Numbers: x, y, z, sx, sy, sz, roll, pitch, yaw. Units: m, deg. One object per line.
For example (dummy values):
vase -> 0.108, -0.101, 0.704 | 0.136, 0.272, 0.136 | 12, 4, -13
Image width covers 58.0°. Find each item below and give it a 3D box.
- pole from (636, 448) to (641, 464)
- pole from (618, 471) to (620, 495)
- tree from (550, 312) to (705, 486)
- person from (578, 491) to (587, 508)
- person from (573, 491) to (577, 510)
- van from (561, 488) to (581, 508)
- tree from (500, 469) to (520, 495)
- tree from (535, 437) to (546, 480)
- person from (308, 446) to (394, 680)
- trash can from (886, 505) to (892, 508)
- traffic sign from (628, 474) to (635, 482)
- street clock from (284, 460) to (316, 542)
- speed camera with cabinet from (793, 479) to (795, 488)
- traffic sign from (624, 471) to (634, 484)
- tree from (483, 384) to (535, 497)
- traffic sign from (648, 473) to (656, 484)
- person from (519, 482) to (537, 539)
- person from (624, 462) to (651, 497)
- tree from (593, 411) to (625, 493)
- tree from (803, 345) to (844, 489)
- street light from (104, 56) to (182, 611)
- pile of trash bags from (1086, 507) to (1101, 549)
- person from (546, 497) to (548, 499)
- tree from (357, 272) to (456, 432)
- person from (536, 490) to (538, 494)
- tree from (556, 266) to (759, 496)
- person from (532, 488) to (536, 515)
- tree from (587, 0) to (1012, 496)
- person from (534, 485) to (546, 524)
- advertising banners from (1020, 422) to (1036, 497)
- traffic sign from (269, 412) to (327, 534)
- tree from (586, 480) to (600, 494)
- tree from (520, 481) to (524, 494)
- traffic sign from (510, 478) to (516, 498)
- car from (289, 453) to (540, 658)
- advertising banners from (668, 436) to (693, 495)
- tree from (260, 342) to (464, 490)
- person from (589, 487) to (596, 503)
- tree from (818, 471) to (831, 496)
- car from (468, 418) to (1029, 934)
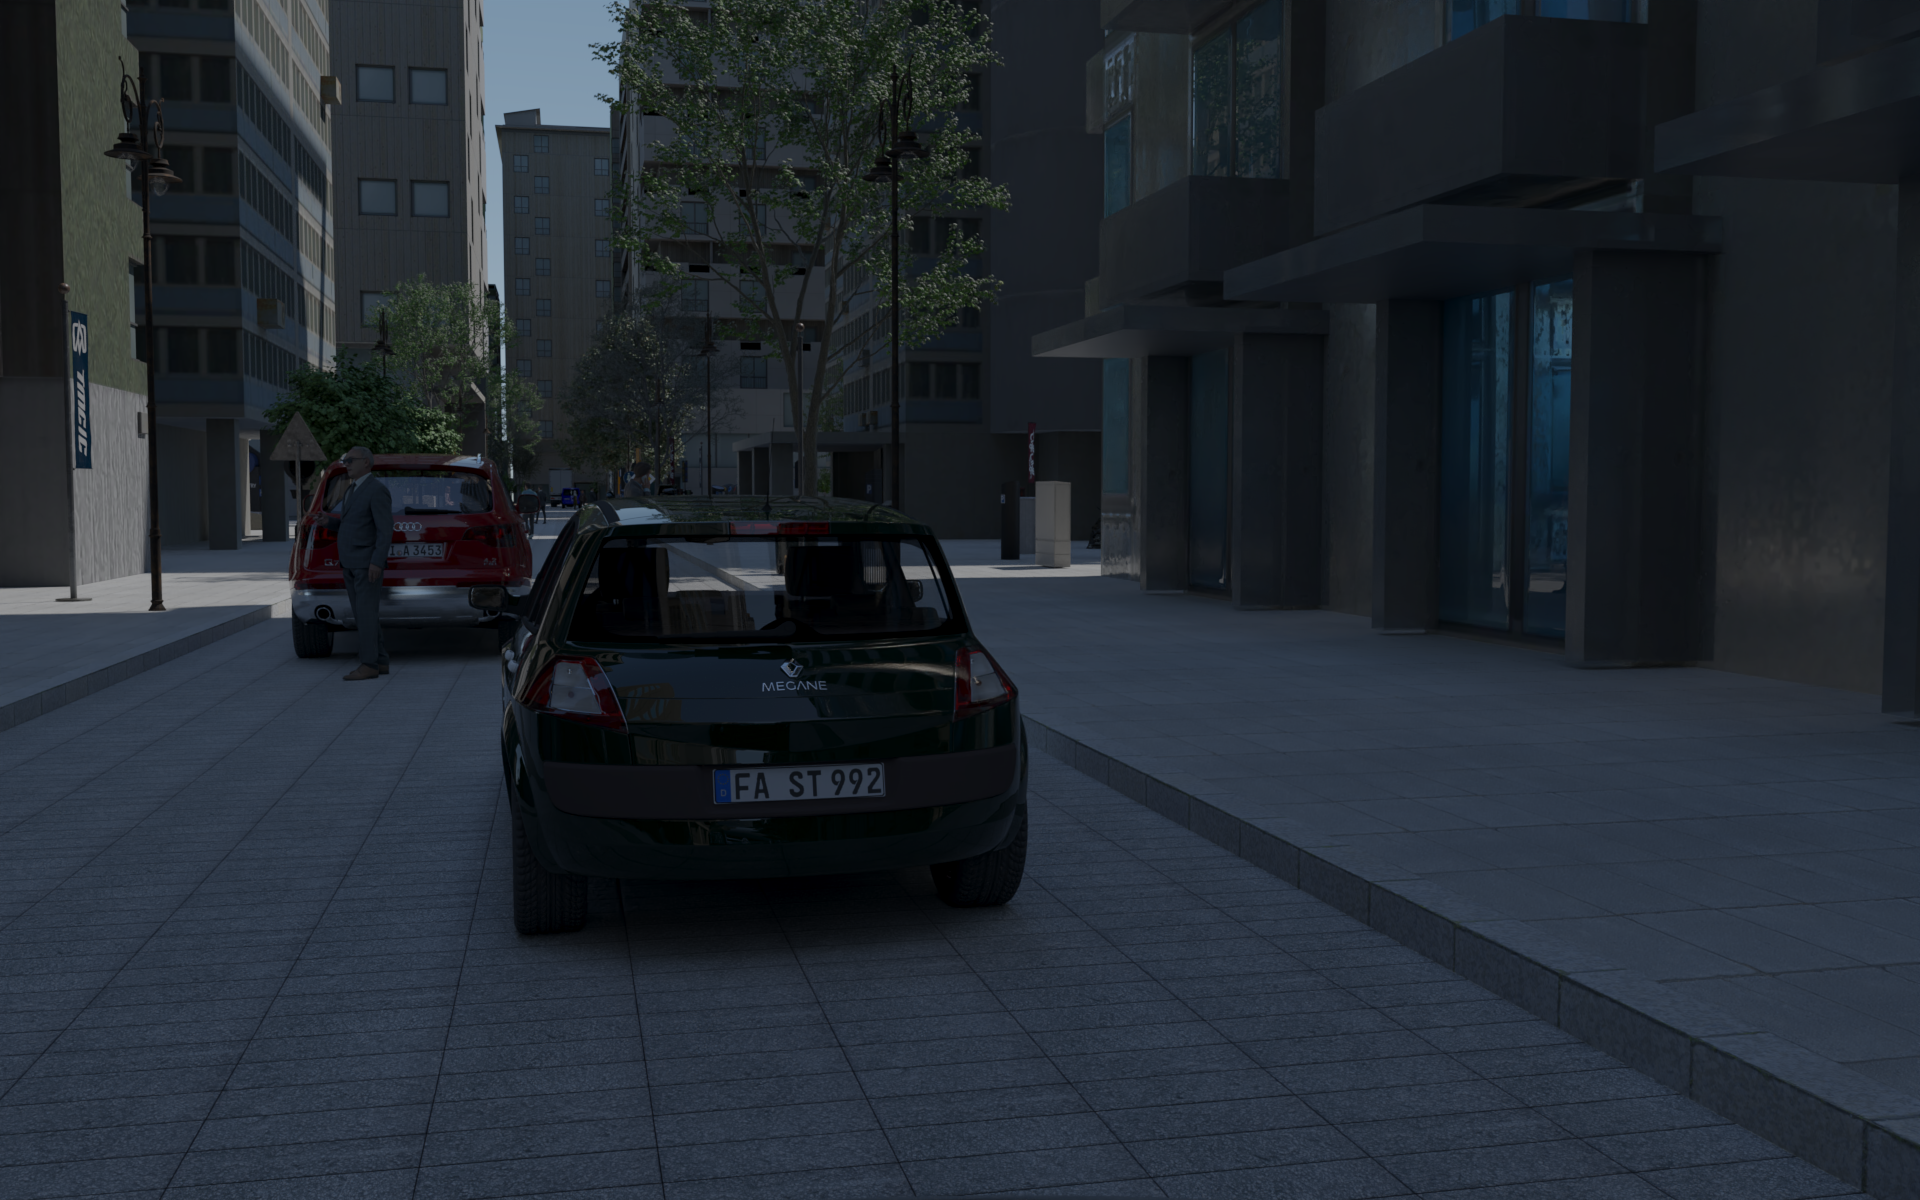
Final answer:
pole -> -14.282, -5.089, 77.041 | 0.158, 3.312, 0.155 | 0, 3, 0
pole -> -29.046, -9.402, 147.564 | 0.158, 3.312, 0.155 | 0, 3, 0
tree -> -20.718, -11.670, 107.817 | 9.611, 12.733, 9.660 | 0, 3, 0
person -> -34.926, -9.247, 160.235 | 0.990, 1.755, 0.434 | 2, 4, 25
person -> -34.879, -9.059, 157.337 | 0.721, 1.736, 1.217 | -1, 4, -12
van -> -39.040, -10.377, 174.041 | 2.240, 2.365, 5.245 | -1, 4, -11
tree -> -35.448, -8.574, 134.781 | 1.663, 3.219, 1.824 | 0, 3, 0
tree -> -44.304, -13.677, 173.974 | 4.360, 8.622, 3.978 | 0, 3, 0
person -> -4.724, -0.295, 13.507 | 0.661, 1.801, 0.590 | 3, 5, 43
trash can -> -1.194, -0.661, 22.469 | 0.748, 1.137, 0.748 | 0, 3, 0
traffic sign -> -14.260, -4.461, 76.581 | 0.795, 2.450, 0.064 | -1, 4, -13
street clock -> -11.356, -1.545, 29.828 | 0.471, 2.002, 0.358 | -3, 5, -41
speed camera with cabinet -> -10.530, -6.795, 105.427 | 2.038, 3.252, 0.660 | -2, 4, -27
traffic sign -> -18.330, -5.891, 96.419 | 0.768, 2.556, 0.104 | 0, 4, -6
tree -> -31.324, -10.184, 116.873 | 4.360, 8.622, 3.978 | 0, 3, 0
traffic sign -> -12.479, -3.985, 68.796 | 0.795, 2.450, 0.064 | -1, 4, -13
person -> -13.690, -2.846, 55.047 | 0.620, 1.820, 0.660 | 3, 4, 39
person -> -4.160, -0.871, 22.555 | 0.447, 1.846, 0.655 | -2, 4, -25
tree -> -30.778, -12.381, 152.790 | 4.360, 8.622, 3.978 | 0, 3, 0
tree -> -5.548, -8.083, 82.527 | 4.737, 8.622, 4.395 | 0, 3, 0
street light -> -8.833, -2.819, 18.878 | 0.468, 5.910, 1.993 | -1, 4, -13
pile of trash bags -> 4.419, -1.946, 41.565 | 1.912, 1.369, 3.447 | 2, 4, 27
person -> -39.832, -9.554, 164.705 | 1.348, 1.824, 0.705 | 0, 4, 4
tree -> -24.095, -9.456, 80.353 | 9.928, 11.665, 9.643 | 0, 3, 0
person -> -39.052, -9.246, 159.757 | 0.705, 1.814, 1.350 | -3, 4, -37
tree -> -15.712, -10.990, 90.054 | 12.009, 13.543, 11.850 | 0, 3, 0
person -> -29.582, -6.816, 120.041 | 0.679, 1.850, 0.850 | 2, 4, 26
tree -> -2.895, -6.505, 32.120 | 9.928, 11.665, 9.643 | 0, 3, 0
person -> -20.175, -4.580, 83.166 | 0.755, 1.850, 0.659 | 2, 4, 34
advertising banners -> 1.445, -2.778, 41.602 | 0.090, 3.025, 2.074 | 2, 4, 24
traffic sign -> -10.455, -1.674, 27.376 | 0.884, 2.594, 0.081 | 0, 4, -5
tree -> -44.549, -13.276, 211.666 | 1.663, 3.219, 1.824 | 0, 3, 0
tree -> -47.947, -11.669, 185.393 | 1.663, 3.219, 1.824 | 0, 3, 0
traffic sign -> -35.458, -8.362, 136.822 | 0.768, 2.556, 0.104 | -1, 4, -10
car -> -5.237, -0.500, 16.845 | 2.281, 1.827, 5.304 | -1, 4, -15
advertising banners -> -8.558, -3.474, 52.987 | 0.090, 3.025, 2.074 | 1, 4, 11
tree -> -13.384, -3.303, 37.713 | 4.285, 4.588, 4.351 | 0, 3, 0
person -> -25.903, -6.999, 122.299 | 0.648, 1.900, 0.474 | 2, 4, 27
tree -> -9.236, -7.654, 119.751 | 1.663, 3.219, 1.824 | 0, 3, 0
car -> -1.004, 0.160, 7.178 | 2.009, 1.686, 4.222 | -1, 4, -15
